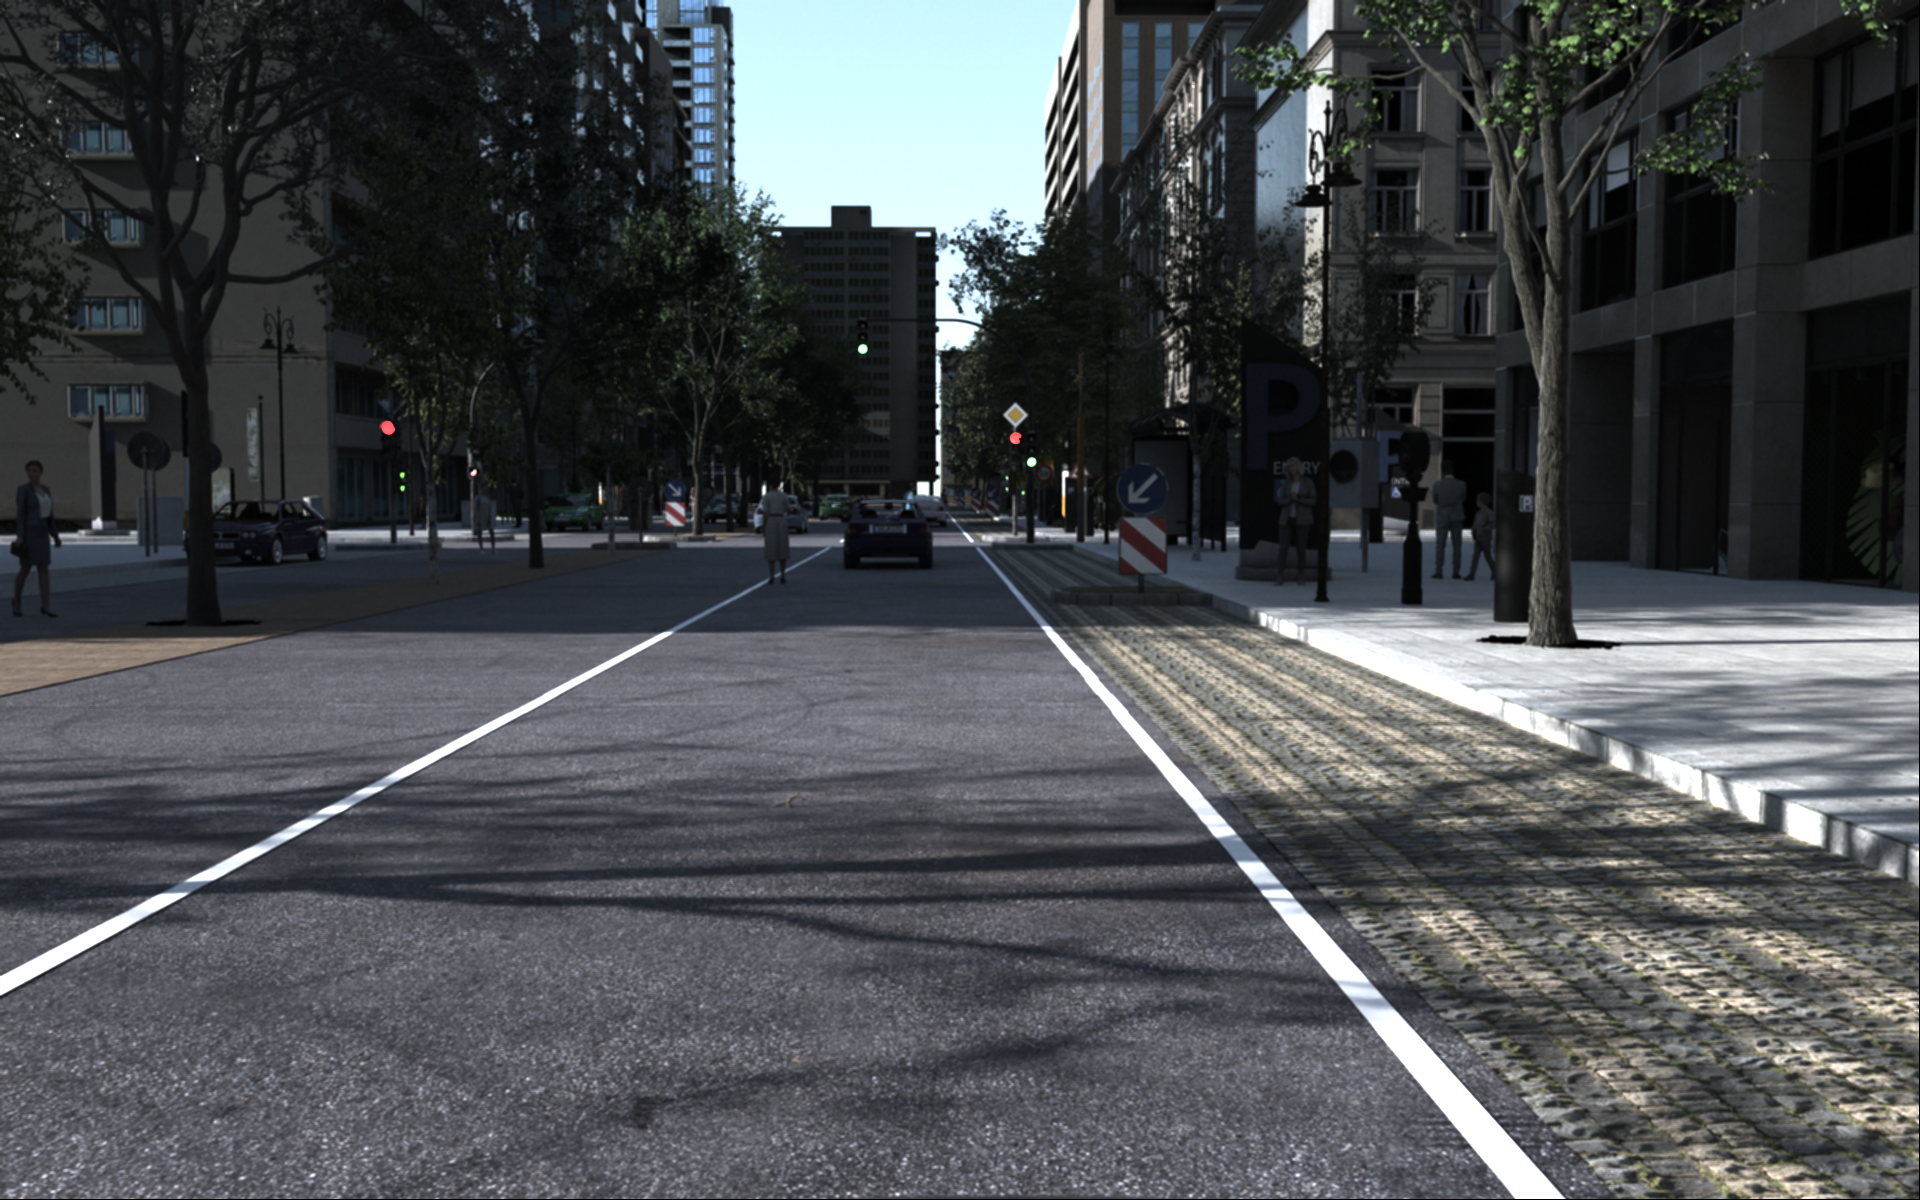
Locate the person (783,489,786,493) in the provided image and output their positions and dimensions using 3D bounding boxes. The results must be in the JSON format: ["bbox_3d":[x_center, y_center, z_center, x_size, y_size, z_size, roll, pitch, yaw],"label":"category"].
[{"bbox_3d":[-14.127,-8.001,139.275,0.705,1.831,1.348,-1,4,-9],"label":"person"}]

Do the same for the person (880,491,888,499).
[{"bbox_3d":[-6.480,-8.755,152.365,1.217,1.735,0.721,-2,4,-25],"label":"person"}]

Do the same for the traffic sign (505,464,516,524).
[{"bbox_3d":[-19.338,-4.518,73.983,0.768,2.556,0.104,0,4,2],"label":"traffic sign"}]

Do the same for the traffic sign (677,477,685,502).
[{"bbox_3d":[-20.300,-7.677,125.631,0.768,2.556,0.104,0,4,4],"label":"traffic sign"}]

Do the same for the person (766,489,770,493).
[{"bbox_3d":[-18.890,-10.079,171.290,0.568,1.767,0.683,-1,4,-15],"label":"person"}]

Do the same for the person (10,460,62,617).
[{"bbox_3d":[-10.821,-0.717,20.240,0.654,1.822,0.581,2,4,35],"label":"person"}]

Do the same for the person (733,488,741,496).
[{"bbox_3d":[-21.275,-9.641,163.683,1.348,1.823,0.705,0,4,-3],"label":"person"}]

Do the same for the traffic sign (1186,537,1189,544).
[{"bbox_3d":[5.833,-2.699,44.239,0.768,2.556,0.104,0,4,6],"label":"traffic sign"}]

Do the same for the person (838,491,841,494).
[{"bbox_3d":[-11.410,-9.422,163.490,0.436,1.711,0.756,3,5,39],"label":"person"}]

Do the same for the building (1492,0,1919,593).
[{"bbox_3d":[21.423,-13.176,19.938,19.350,26.468,34.151,0,4,-1],"label":"building"}]

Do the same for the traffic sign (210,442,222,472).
[{"bbox_3d":[-18.258,-2.561,41.984,0.768,2.556,0.104,0,4,3],"label":"traffic sign"}]

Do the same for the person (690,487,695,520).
[{"bbox_3d":[-14.798,-5.394,96.673,0.573,1.828,0.580,2,4,30],"label":"person"}]

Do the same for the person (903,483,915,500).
[{"bbox_3d":[-1.589,-2.787,54.409,0.444,1.785,0.601,-2,4,-26],"label":"person"}]

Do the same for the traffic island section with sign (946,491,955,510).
[{"bbox_3d":[0.005,-8.958,155.095,1.989,1.847,2.006,0,4,-1],"label":"traffic island section with sign"}]

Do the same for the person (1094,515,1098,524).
[{"bbox_3d":[4.327,-2.842,58.007,0.738,1.151,1.012,2,4,27],"label":"person"}]

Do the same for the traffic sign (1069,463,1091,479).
[{"bbox_3d":[4.264,-3.764,61.543,0.884,2.594,0.081,0,4,2],"label":"traffic sign"}]

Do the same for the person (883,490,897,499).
[{"bbox_3d":[-6.071,-8.695,150.668,1.348,1.823,0.705,1,4,17],"label":"person"}]

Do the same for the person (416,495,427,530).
[{"bbox_3d":[-19.492,-3.177,62.658,0.373,1.253,0.362,0,4,-3],"label":"person"}]

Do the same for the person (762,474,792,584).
[{"bbox_3d":[-2.938,-1.143,27.765,0.480,1.755,0.524,-1,4,-14],"label":"person"}]

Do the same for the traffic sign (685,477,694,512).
[{"bbox_3d":[-19.815,-7.731,126.505,0.768,2.556,0.104,0,4,7],"label":"traffic sign"}]

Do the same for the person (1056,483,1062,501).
[{"bbox_3d":[4.619,-4.344,77.321,0.529,1.795,0.600,-2,4,-24],"label":"person"}]

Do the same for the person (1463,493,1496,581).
[{"bbox_3d":[7.764,-0.938,25.659,0.640,1.303,0.475,-2,4,-30],"label":"person"}]

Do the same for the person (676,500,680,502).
[{"bbox_3d":[-23.946,-8.601,147.348,0.721,1.739,1.217,3,4,39],"label":"person"}]

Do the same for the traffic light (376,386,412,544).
[{"bbox_3d":[-14.648,-3.414,44.746,0.839,4.253,0.868,0,4,-1],"label":"traffic light"}]

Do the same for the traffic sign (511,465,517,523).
[{"bbox_3d":[-19.502,-4.608,75.450,0.768,2.556,0.104,0,4,0],"label":"traffic sign"}]

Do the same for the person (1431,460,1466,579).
[{"bbox_3d":[7.425,-1.230,26.340,0.511,1.800,0.466,0,4,-2],"label":"person"}]

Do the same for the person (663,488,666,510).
[{"bbox_3d":[-23.438,-7.985,136.538,0.705,1.831,1.348,-3,4,-36],"label":"person"}]

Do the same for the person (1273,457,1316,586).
[{"bbox_3d":[4.703,-1.102,24.241,0.537,1.800,0.526,2,4,32],"label":"person"}]

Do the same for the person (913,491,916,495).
[{"bbox_3d":[-4.494,-9.760,168.040,1.348,1.831,0.705,3,4,37],"label":"person"}]

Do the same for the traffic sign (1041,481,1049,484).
[{"bbox_3d":[4.309,-5.441,89.067,0.768,2.556,0.104,0,4,8],"label":"traffic sign"}]

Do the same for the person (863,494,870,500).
[{"bbox_3d":[-9.763,-10.250,179.344,1.065,1.426,0.557,0,4,5],"label":"person"}]

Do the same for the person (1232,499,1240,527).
[{"bbox_3d":[11.003,-3.468,68.241,0.738,1.151,1.012,1,4,13],"label":"person"}]

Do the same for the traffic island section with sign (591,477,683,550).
[{"bbox_3d":[-8.444,-2.268,45.218,2.006,1.907,1.989,0,4,-1],"label":"traffic island section with sign"}]

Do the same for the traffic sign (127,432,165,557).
[{"bbox_3d":[-16.639,-2.159,35.406,0.768,2.556,0.104,0,4,2],"label":"traffic sign"}]

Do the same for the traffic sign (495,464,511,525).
[{"bbox_3d":[-19.050,-4.402,72.083,0.768,2.556,0.104,0,4,2],"label":"traffic sign"}]

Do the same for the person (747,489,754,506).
[{"bbox_3d":[-21.906,-10.614,180.130,0.990,1.755,0.434,0,4,2],"label":"person"}]

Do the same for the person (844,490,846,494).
[{"bbox_3d":[-9.950,-8.607,149.775,0.990,1.755,0.434,1,4,15],"label":"person"}]

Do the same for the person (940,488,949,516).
[{"bbox_3d":[-1.057,-6.387,113.017,0.778,1.811,0.616,-2,4,-26],"label":"person"}]

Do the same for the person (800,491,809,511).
[{"bbox_3d":[-13.199,-8.543,148.898,1.217,1.735,0.721,0,4,-4],"label":"person"}]

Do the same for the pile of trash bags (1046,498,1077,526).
[{"bbox_3d":[4.746,-3.798,71.843,1.912,1.369,3.447,1,4,17],"label":"pile of trash bags"}]

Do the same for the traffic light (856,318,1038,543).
[{"bbox_3d":[-0.279,-4.293,44.861,4.771,5.953,1.251,0,4,-1],"label":"traffic light"}]

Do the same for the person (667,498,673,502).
[{"bbox_3d":[-22.175,-7.695,132.673,0.721,1.723,1.217,0,4,7],"label":"person"}]

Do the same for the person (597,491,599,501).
[{"bbox_3d":[-25.028,-7.007,120.787,0.466,1.800,0.511,3,5,39],"label":"person"}]

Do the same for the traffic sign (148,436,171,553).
[{"bbox_3d":[-17.515,-2.296,37.648,0.768,2.556,0.104,0,4,6],"label":"traffic sign"}]

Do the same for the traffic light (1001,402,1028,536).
[{"bbox_3d":[1.677,-3.921,53.021,0.839,4.253,0.868,0,4,-1],"label":"traffic light"}]

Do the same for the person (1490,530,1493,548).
[{"bbox_3d":[12.854,-2.096,41.158,0.643,1.720,0.563,2,4,33],"label":"person"}]

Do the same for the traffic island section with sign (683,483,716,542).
[{"bbox_3d":[-8.559,-2.721,52.624,2.006,1.907,1.989,0,4,-1],"label":"traffic island section with sign"}]

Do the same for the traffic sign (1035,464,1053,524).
[{"bbox_3d":[3.616,-4.547,74.447,0.768,2.556,0.104,0,4,0],"label":"traffic sign"}]

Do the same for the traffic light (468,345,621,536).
[{"bbox_3d":[-12.692,-4.779,52.800,4.771,5.953,1.251,0,4,-1],"label":"traffic light"}]

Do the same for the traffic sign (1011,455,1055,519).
[{"bbox_3d":[3.744,-5.844,89.428,2.265,3.308,0.079,0,4,4],"label":"traffic sign"}]

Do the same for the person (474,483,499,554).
[{"bbox_3d":[-11.315,-1.936,41.161,0.522,1.701,0.512,3,5,42],"label":"person"}]

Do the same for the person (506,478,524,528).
[{"bbox_3d":[-16.915,-3.694,65.797,0.474,1.900,0.648,2,4,24],"label":"person"}]

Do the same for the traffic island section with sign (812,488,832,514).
[{"bbox_3d":[-9.831,-7.316,127.752,2.006,1.907,1.989,0,4,-1],"label":"traffic island section with sign"}]
